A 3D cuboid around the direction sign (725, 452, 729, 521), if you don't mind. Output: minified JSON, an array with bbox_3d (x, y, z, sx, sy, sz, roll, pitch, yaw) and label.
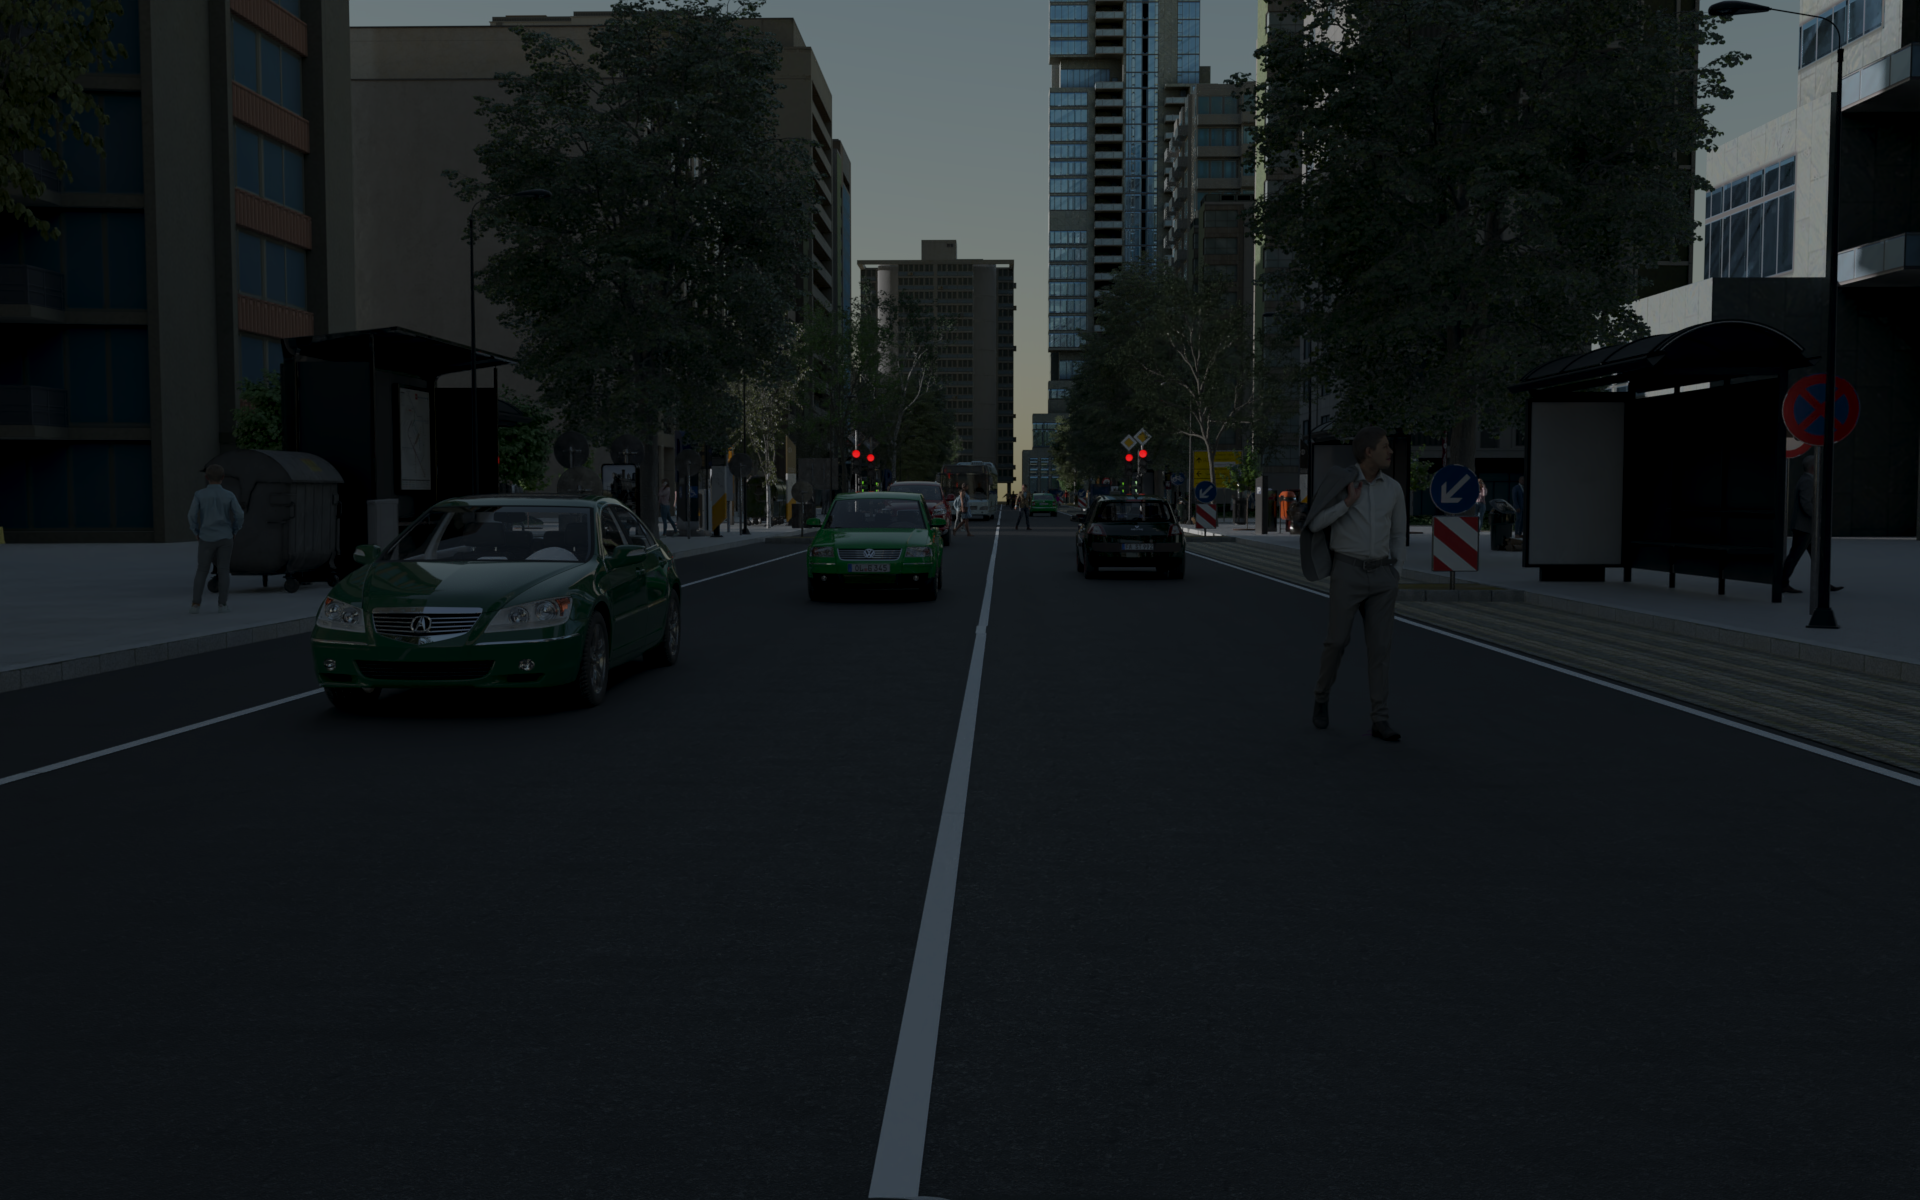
[{"bbox_3d":[-11.036,-5.540,82.584,0.379,3.537,0.876,-1,4,-23],"label":"direction sign"}]

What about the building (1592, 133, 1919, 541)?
[{"bbox_3d":[33.368,-44.728,43.972,22.319,86.520,31.000,0,4,1],"label":"building"}]

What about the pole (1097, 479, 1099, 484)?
[{"bbox_3d":[11.863,-9.483,148.892,0.158,3.312,0.155,0,3,0],"label":"pole"}]

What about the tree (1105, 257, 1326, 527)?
[{"bbox_3d":[9.967,-8.141,67.516,8.767,10.594,7.601,0,4,1],"label":"tree"}]

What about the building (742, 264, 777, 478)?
[{"bbox_3d":[-22.171,-20.926,139.400,12.463,27.353,25.104,0,4,1],"label":"building"}]

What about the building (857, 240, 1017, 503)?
[{"bbox_3d":[-3.292,-35.207,267.513,23.993,40.220,32.217,0,4,1],"label":"building"}]

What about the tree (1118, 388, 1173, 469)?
[{"bbox_3d":[11.832,-9.949,113.024,4.360,8.622,3.978,0,3,0],"label":"tree"}]

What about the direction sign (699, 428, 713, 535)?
[{"bbox_3d":[-7.933,-3.811,54.305,0.379,3.537,0.876,-3,4,-38],"label":"direction sign"}]

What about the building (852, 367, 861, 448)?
[{"bbox_3d":[-29.811,-25.716,265.491,28.899,21.520,27.650,0,4,1],"label":"building"}]

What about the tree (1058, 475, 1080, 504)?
[{"bbox_3d":[14.805,-15.225,232.640,4.285,4.588,4.351,0,3,0],"label":"tree"}]

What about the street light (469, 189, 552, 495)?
[{"bbox_3d":[-6.918,-3.304,26.563,1.470,5.913,1.316,0,4,1],"label":"street light"}]

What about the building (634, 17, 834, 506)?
[{"bbox_3d":[-24.968,-34.115,181.484,21.300,48.544,21.600,0,4,1],"label":"building"}]

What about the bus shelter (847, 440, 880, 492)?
[{"bbox_3d":[-7.346,-9.286,129.462,2.179,5.291,8.768,0,4,2],"label":"bus shelter"}]

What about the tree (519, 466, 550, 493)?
[{"bbox_3d":[-15.899,-4.221,63.612,1.663,3.219,1.824,0,3,0],"label":"tree"}]

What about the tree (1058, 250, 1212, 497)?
[{"bbox_3d":[10.421,-11.216,90.044,9.857,13.997,8.962,0,3,0],"label":"tree"}]

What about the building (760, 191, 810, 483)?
[{"bbox_3d":[-22.033,-24.002,164.136,14.160,30.474,14.107,0,4,1],"label":"building"}]

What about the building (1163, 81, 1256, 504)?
[{"bbox_3d":[35.934,-35.799,204.926,23.786,49.044,30.456,0,4,1],"label":"building"}]

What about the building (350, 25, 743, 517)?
[{"bbox_3d":[-25.864,-18.635,109.200,19.350,26.468,34.151,0,4,1],"label":"building"}]

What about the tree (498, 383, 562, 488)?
[{"bbox_3d":[-13.383,-4.135,51.329,4.285,4.588,4.351,0,3,0],"label":"tree"}]

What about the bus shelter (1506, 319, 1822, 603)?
[{"bbox_3d":[8.983,-1.766,22.793,2.014,3.302,5.546,0,4,1],"label":"bus shelter"}]

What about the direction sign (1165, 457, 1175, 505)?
[{"bbox_3d":[12.940,-6.957,105.738,0.876,3.537,0.379,0,4,6],"label":"direction sign"}]

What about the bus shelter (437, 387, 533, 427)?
[{"bbox_3d":[-10.017,-2.424,33.557,2.014,3.302,5.546,0,4,2],"label":"bus shelter"}]

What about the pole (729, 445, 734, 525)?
[{"bbox_3d":[-9.486,-4.772,71.870,0.158,3.312,0.155,0,3,0],"label":"pole"}]

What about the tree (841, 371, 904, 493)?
[{"bbox_3d":[-6.375,-9.247,101.556,4.360,8.622,3.978,0,3,0],"label":"tree"}]

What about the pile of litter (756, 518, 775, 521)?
[{"bbox_3d":[-9.344,-4.215,82.876,1.176,0.858,1.719,0,4,-8],"label":"pile of litter"}]

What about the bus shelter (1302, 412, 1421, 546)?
[{"bbox_3d":[10.301,-3.109,44.761,2.014,3.302,5.546,0,4,2],"label":"bus shelter"}]

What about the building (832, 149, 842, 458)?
[{"bbox_3d":[-21.228,-31.550,199.429,14.154,41.232,14.086,0,4,1],"label":"building"}]

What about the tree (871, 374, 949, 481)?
[{"bbox_3d":[-4.917,-15.077,164.635,7.486,12.596,7.792,0,3,0],"label":"tree"}]

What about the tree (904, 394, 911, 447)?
[{"bbox_3d":[-5.426,-10.304,118.831,4.360,8.622,3.978,0,3,0],"label":"tree"}]

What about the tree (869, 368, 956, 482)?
[{"bbox_3d":[-4.650,-16.395,174.716,9.857,13.997,8.962,0,3,0],"label":"tree"}]

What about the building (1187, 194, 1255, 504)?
[{"bbox_3d":[29.963,-24.283,168.730,14.160,30.474,14.107,0,4,1],"label":"building"}]

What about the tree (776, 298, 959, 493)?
[{"bbox_3d":[-6.287,-10.208,92.648,9.928,11.665,9.643,0,3,0],"label":"tree"}]

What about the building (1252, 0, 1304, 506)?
[{"bbox_3d":[30.468,-27.843,138.833,14.154,41.232,14.086,0,4,1],"label":"building"}]

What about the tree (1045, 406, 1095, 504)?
[{"bbox_3d":[14.668,-18.407,219.074,7.486,12.596,7.792,0,3,0],"label":"tree"}]

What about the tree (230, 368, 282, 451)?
[{"bbox_3d":[-15.527,-3.483,40.660,4.285,4.588,4.351,0,3,0],"label":"tree"}]

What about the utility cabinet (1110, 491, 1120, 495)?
[{"bbox_3d":[11.133,-7.242,127.083,1.173,1.500,0.318,1,4,10],"label":"utility cabinet"}]

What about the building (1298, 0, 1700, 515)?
[{"bbox_3d":[31.954,-40.491,100.283,20.611,71.187,20.563,0,4,1],"label":"building"}]

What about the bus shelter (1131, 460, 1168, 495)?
[{"bbox_3d":[11.306,-6.791,104.963,2.014,3.302,5.546,0,4,2],"label":"bus shelter"}]

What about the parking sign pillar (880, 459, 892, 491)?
[{"bbox_3d":[-5.745,-8.964,135.028,1.447,3.967,1.447,2,4,25],"label":"parking sign pillar"}]

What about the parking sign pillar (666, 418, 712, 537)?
[{"bbox_3d":[-8.293,-3.924,52.622,1.447,3.967,1.447,-1,4,-22],"label":"parking sign pillar"}]

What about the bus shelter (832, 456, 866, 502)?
[{"bbox_3d":[-6.995,-7.148,108.147,1.731,3.624,6.357,0,4,1],"label":"bus shelter"}]

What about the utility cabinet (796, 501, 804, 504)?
[{"bbox_3d":[-7.877,-4.515,84.985,0.306,1.237,1.020,2,4,31],"label":"utility cabinet"}]

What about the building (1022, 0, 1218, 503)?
[{"bbox_3d":[24.887,-57.931,259.836,31.000,86.520,22.319,0,4,1],"label":"building"}]

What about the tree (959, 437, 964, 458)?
[{"bbox_3d":[-3.184,-18.243,224.026,9.928,11.665,9.643,0,3,0],"label":"tree"}]

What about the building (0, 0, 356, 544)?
[{"bbox_3d":[-32.558,-24.244,51.016,28.867,44.769,22.147,0,4,1],"label":"building"}]

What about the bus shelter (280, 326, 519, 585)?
[{"bbox_3d":[-8.652,-2.207,27.375,1.731,3.624,6.357,0,4,1],"label":"bus shelter"}]

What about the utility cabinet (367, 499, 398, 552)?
[{"bbox_3d":[-7.567,-0.706,22.700,0.306,1.237,1.020,-2,4,-24],"label":"utility cabinet"}]

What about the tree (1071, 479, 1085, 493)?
[{"bbox_3d":[13.916,-12.776,203.490,1.663,3.219,1.824,0,3,0],"label":"tree"}]

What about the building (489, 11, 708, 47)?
[{"bbox_3d":[-42.417,-40.925,211.126,28.212,58.520,21.231,0,4,1],"label":"building"}]

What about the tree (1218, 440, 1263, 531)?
[{"bbox_3d":[10.251,-4.082,61.341,1.663,3.219,1.824,0,3,0],"label":"tree"}]

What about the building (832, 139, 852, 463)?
[{"bbox_3d":[-21.126,-34.528,214.639,14.200,45.320,14.600,0,4,1],"label":"building"}]

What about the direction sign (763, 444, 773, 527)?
[{"bbox_3d":[-7.550,-4.653,68.072,0.379,3.537,0.876,0,4,-5],"label":"direction sign"}]

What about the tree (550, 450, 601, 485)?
[{"bbox_3d":[-13.347,-4.111,61.814,1.663,3.219,1.824,0,3,0],"label":"tree"}]

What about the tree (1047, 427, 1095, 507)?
[{"bbox_3d":[12.875,-14.586,172.891,8.767,10.594,7.601,-1,4,-11],"label":"tree"}]

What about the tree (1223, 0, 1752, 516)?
[{"bbox_3d":[9.392,-7.688,32.361,9.857,13.997,8.962,0,3,0],"label":"tree"}]
